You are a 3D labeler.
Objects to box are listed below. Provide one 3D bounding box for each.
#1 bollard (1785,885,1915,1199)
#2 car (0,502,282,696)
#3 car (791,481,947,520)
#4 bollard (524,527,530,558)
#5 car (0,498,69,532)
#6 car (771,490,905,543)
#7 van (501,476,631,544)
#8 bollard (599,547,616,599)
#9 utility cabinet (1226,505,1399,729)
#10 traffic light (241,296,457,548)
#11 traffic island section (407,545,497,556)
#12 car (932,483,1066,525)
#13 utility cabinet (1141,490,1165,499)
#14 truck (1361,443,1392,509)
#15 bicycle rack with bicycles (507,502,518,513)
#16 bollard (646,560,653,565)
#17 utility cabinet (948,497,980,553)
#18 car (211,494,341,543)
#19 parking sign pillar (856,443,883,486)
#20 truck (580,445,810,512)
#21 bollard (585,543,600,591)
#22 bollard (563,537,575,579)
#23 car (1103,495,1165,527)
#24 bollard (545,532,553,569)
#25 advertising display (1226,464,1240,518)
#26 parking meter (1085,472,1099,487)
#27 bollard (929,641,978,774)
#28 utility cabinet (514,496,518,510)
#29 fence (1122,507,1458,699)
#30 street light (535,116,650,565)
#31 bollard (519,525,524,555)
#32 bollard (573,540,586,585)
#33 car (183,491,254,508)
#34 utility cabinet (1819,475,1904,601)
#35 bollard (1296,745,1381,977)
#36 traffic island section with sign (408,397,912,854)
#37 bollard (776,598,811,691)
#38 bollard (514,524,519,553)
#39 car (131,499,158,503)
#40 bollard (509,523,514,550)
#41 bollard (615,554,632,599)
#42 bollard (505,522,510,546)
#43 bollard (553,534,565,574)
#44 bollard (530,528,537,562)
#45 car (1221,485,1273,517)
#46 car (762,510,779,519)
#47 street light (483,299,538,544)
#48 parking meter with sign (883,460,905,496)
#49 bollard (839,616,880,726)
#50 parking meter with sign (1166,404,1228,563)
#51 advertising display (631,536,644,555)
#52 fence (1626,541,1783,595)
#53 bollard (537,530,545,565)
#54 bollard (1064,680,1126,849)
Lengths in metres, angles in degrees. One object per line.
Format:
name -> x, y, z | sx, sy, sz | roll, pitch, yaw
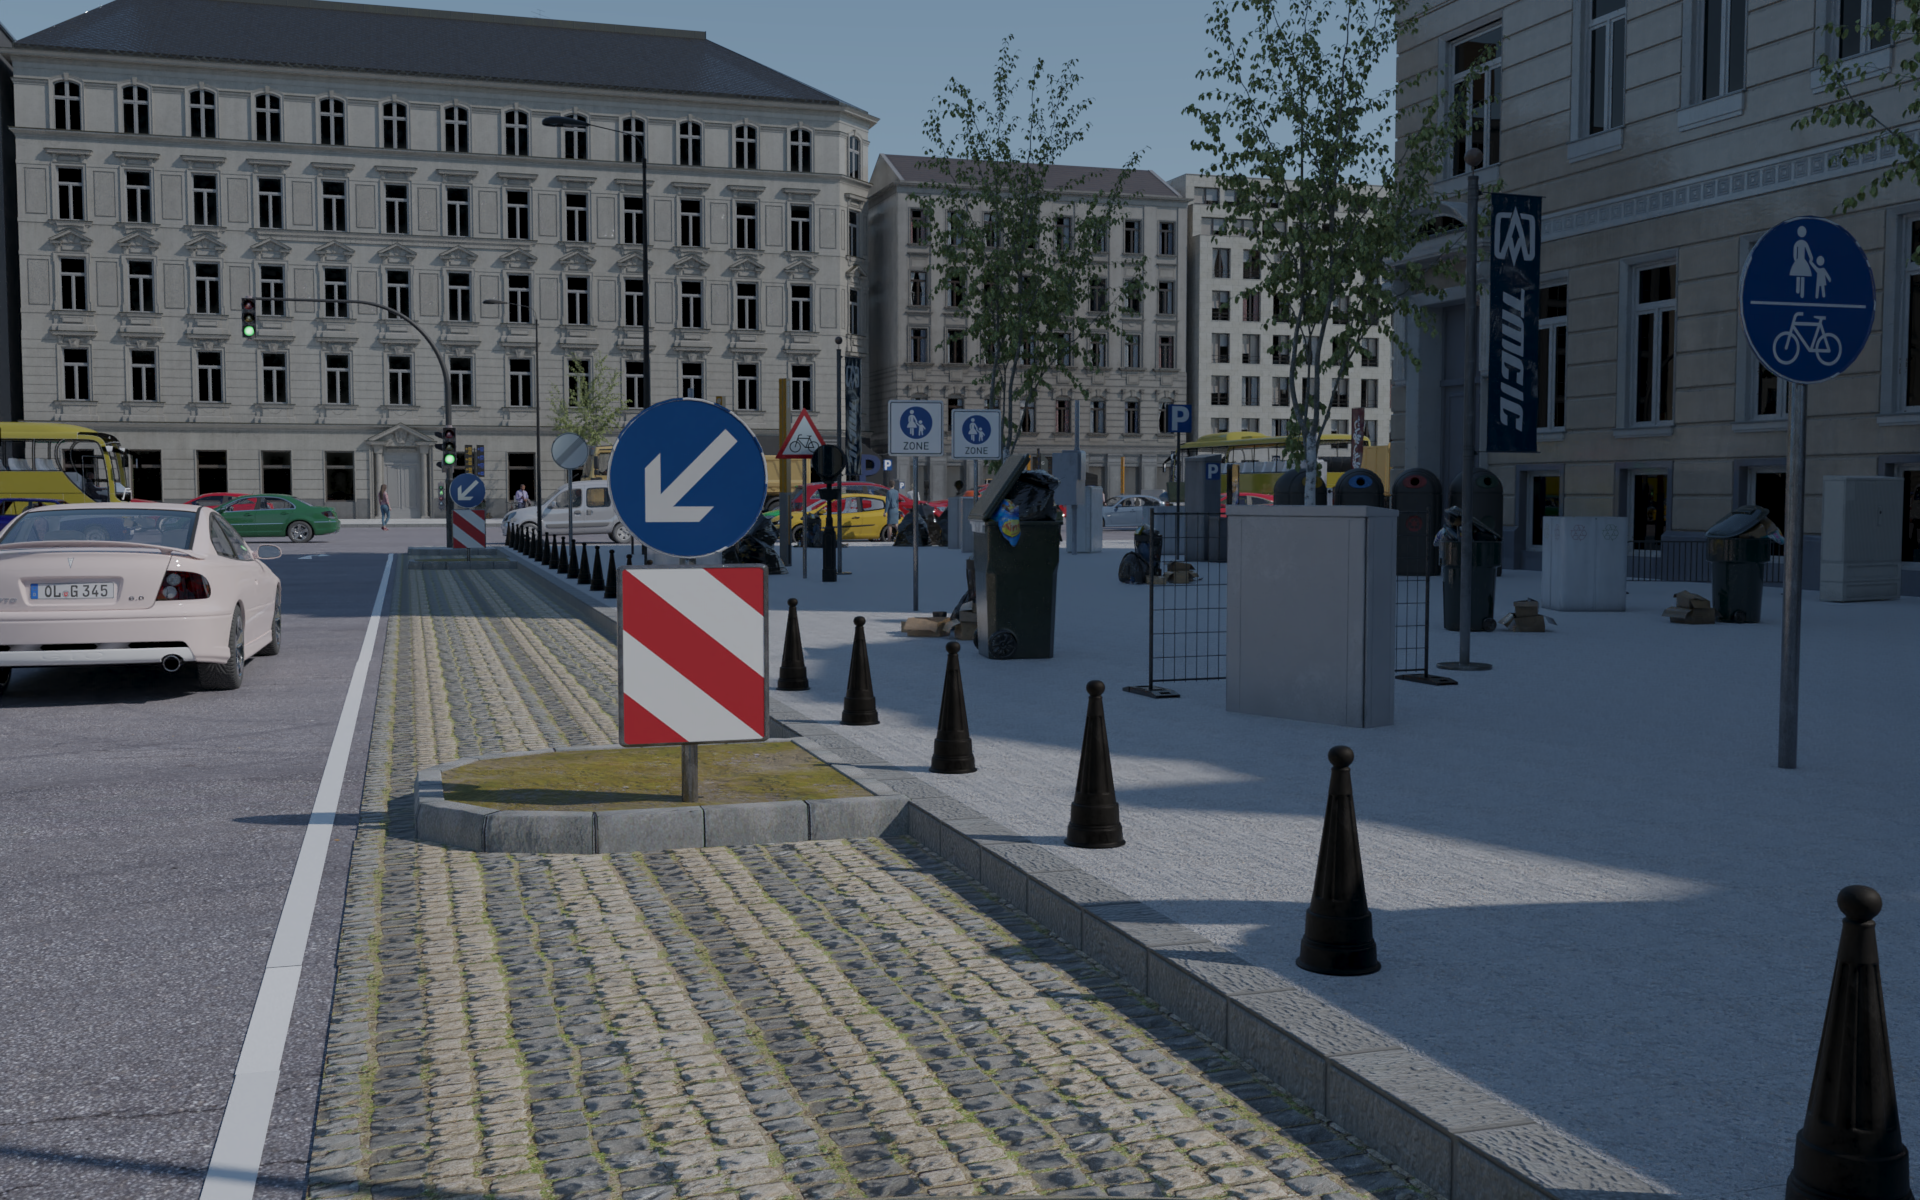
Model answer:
bollard -> 1.562, 0.796, 3.023 | 0.229, 0.601, 0.229 | 0, 3, 0
car -> -6.555, -0.086, 13.772 | 2.083, 1.381, 4.827 | -1, 4, -16
car -> -2.844, -2.695, 52.738 | 5.304, 1.827, 2.281 | -1, 4, -18
bollard -> -8.516, -1.134, 34.577 | 0.229, 0.601, 0.229 | 0, 3, 0
car -> -23.639, -1.984, 45.018 | 3.894, 1.354, 1.945 | -1, 4, -17
car -> -3.496, -2.370, 48.980 | 3.980, 1.641, 2.015 | -1, 4, -18
van -> -11.213, -2.645, 50.259 | 4.112, 2.044, 2.013 | -1, 4, -17
bollard -> -4.283, -0.323, 21.324 | 0.229, 0.601, 0.229 | 0, 3, 0
utility cabinet -> 2.000, 0.076, 9.913 | 0.306, 1.237, 1.020 | -3, 5, -39
traffic light -> -14.180, -4.030, 40.564 | 4.771, 5.953, 1.251 | -1, 4, -18
traffic island section -> -12.173, -1.173, 41.462 | 2.009, 0.180, 2.903 | -1, 4, -18
car -> 1.037, -3.043, 58.422 | 5.304, 1.827, 2.281 | -1, 4, -17
utility cabinet -> 9.592, -4.730, 86.015 | 1.173, 1.500, 0.318 | 2, 4, 30
truck -> 18.319, -3.863, 59.080 | 9.791, 3.379, 3.469 | -1, 4, -16
bicycle rack with bicycles -> -20.003, -4.096, 80.352 | 2.852, 0.926, 2.925 | 1, 4, 8
bollard -> -3.223, -0.120, 18.003 | 0.229, 0.601, 0.229 | 0, 3, 0
utility cabinet -> 0.075, -1.813, 40.804 | 0.306, 1.237, 1.020 | 2, 4, 29
car -> -20.822, -2.393, 50.927 | 4.920, 1.459, 2.131 | -1, 4, -17
parking sign pillar -> -4.446, -5.910, 85.101 | 1.447, 3.967, 1.447 | -1, 4, -19
truck -> -11.009, -4.480, 69.176 | 9.791, 3.379, 3.469 | -1, 4, -19
bollard -> -4.808, -0.424, 22.980 | 0.229, 0.601, 0.229 | 0, 3, 0
bollard -> -5.865, -0.627, 26.290 | 0.229, 0.601, 0.229 | 0, 3, 0
car -> 6.372, -3.404, 67.665 | 4.499, 1.417, 2.014 | -1, 4, -18
bollard -> -6.927, -0.829, 29.603 | 0.229, 0.601, 0.229 | 0, 3, 0
advertising display -> 5.845, -1.950, 37.090 | 0.123, 1.923, 0.974 | 1, 4, 18
parking meter -> 3.386, -2.380, 44.628 | 0.399, 1.863, 0.255 | 0, 4, 3
bollard -> -0.032, 0.491, 8.019 | 0.229, 0.601, 0.229 | 0, 3, 0
utility cabinet -> -21.915, -4.577, 86.002 | 0.306, 1.237, 1.020 | -2, 4, -24
fence -> 2.203, -0.014, 11.426 | 2.264, 1.192, 0.480 | -1, 4, -21
street light -> -4.459, -3.002, 21.616 | 1.470, 5.913, 1.316 | -1, 4, -18
bollard -> -9.046, -1.235, 36.232 | 0.229, 0.601, 0.229 | 0, 3, 0
bollard -> -5.340, -0.526, 24.634 | 0.229, 0.601, 0.229 | 0, 3, 0
car -> -26.884, -3.244, 62.085 | 4.494, 1.783, 2.155 | -1, 4, -17
utility cabinet -> 10.806, -0.737, 20.728 | 1.173, 1.500, 0.318 | -2, 4, -31
bollard -> 1.030, 0.694, 4.698 | 0.229, 0.601, 0.229 | 0, 3, 0
traffic island section with sign -> -1.442, 0.049, 7.835 | 1.989, 1.847, 2.006 | -1, 4, -18
bollard -> -1.096, 0.286, 11.358 | 0.229, 0.601, 0.229 | 0, 3, 0
bollard -> -9.579, -1.337, 37.906 | 0.229, 0.601, 0.229 | 0, 3, 0
car -> -32.508, -3.429, 64.730 | 5.304, 1.827, 2.281 | -1, 4, -19
bollard -> -10.109, -1.439, 39.573 | 0.229, 0.601, 0.229 | 0, 3, 0
bollard -> -3.753, -0.222, 19.670 | 0.229, 0.601, 0.229 | 0, 3, 0
bollard -> -10.640, -1.540, 41.227 | 0.229, 0.601, 0.229 | 0, 3, 0
bollard -> -6.397, -0.728, 27.944 | 0.229, 0.601, 0.229 | 0, 3, 0
bollard -> -7.987, -1.032, 32.919 | 0.229, 0.601, 0.229 | 0, 3, 0
car -> 8.871, -3.010, 58.260 | 4.494, 1.783, 2.155 | -1, 4, -18
car -> -4.434, -2.957, 57.138 | 4.718, 1.807, 1.959 | -1, 4, -20
street light -> -10.683, -4.222, 41.571 | 1.470, 5.913, 1.316 | -1, 4, -18
parking meter with sign -> -3.136, -5.553, 87.051 | 0.543, 3.016, 1.738 | -3, 5, -41
bollard -> -0.560, 0.389, 9.674 | 0.229, 0.601, 0.229 | 0, 3, 0
parking meter with sign -> 4.611, -2.246, 32.979 | 0.543, 3.016, 1.738 | -2, 4, -26
advertising display -> -6.543, -1.916, 36.547 | 0.974, 1.923, 0.123 | 1, 4, 20
fence -> 9.518, -0.412, 22.115 | 2.069, 0.683, 0.278 | 1, 4, 12
bollard -> -7.453, -0.931, 31.259 | 0.229, 0.601, 0.229 | 0, 3, 0
bollard -> 0.496, 0.593, 6.351 | 0.229, 0.601, 0.229 | 0, 3, 0
